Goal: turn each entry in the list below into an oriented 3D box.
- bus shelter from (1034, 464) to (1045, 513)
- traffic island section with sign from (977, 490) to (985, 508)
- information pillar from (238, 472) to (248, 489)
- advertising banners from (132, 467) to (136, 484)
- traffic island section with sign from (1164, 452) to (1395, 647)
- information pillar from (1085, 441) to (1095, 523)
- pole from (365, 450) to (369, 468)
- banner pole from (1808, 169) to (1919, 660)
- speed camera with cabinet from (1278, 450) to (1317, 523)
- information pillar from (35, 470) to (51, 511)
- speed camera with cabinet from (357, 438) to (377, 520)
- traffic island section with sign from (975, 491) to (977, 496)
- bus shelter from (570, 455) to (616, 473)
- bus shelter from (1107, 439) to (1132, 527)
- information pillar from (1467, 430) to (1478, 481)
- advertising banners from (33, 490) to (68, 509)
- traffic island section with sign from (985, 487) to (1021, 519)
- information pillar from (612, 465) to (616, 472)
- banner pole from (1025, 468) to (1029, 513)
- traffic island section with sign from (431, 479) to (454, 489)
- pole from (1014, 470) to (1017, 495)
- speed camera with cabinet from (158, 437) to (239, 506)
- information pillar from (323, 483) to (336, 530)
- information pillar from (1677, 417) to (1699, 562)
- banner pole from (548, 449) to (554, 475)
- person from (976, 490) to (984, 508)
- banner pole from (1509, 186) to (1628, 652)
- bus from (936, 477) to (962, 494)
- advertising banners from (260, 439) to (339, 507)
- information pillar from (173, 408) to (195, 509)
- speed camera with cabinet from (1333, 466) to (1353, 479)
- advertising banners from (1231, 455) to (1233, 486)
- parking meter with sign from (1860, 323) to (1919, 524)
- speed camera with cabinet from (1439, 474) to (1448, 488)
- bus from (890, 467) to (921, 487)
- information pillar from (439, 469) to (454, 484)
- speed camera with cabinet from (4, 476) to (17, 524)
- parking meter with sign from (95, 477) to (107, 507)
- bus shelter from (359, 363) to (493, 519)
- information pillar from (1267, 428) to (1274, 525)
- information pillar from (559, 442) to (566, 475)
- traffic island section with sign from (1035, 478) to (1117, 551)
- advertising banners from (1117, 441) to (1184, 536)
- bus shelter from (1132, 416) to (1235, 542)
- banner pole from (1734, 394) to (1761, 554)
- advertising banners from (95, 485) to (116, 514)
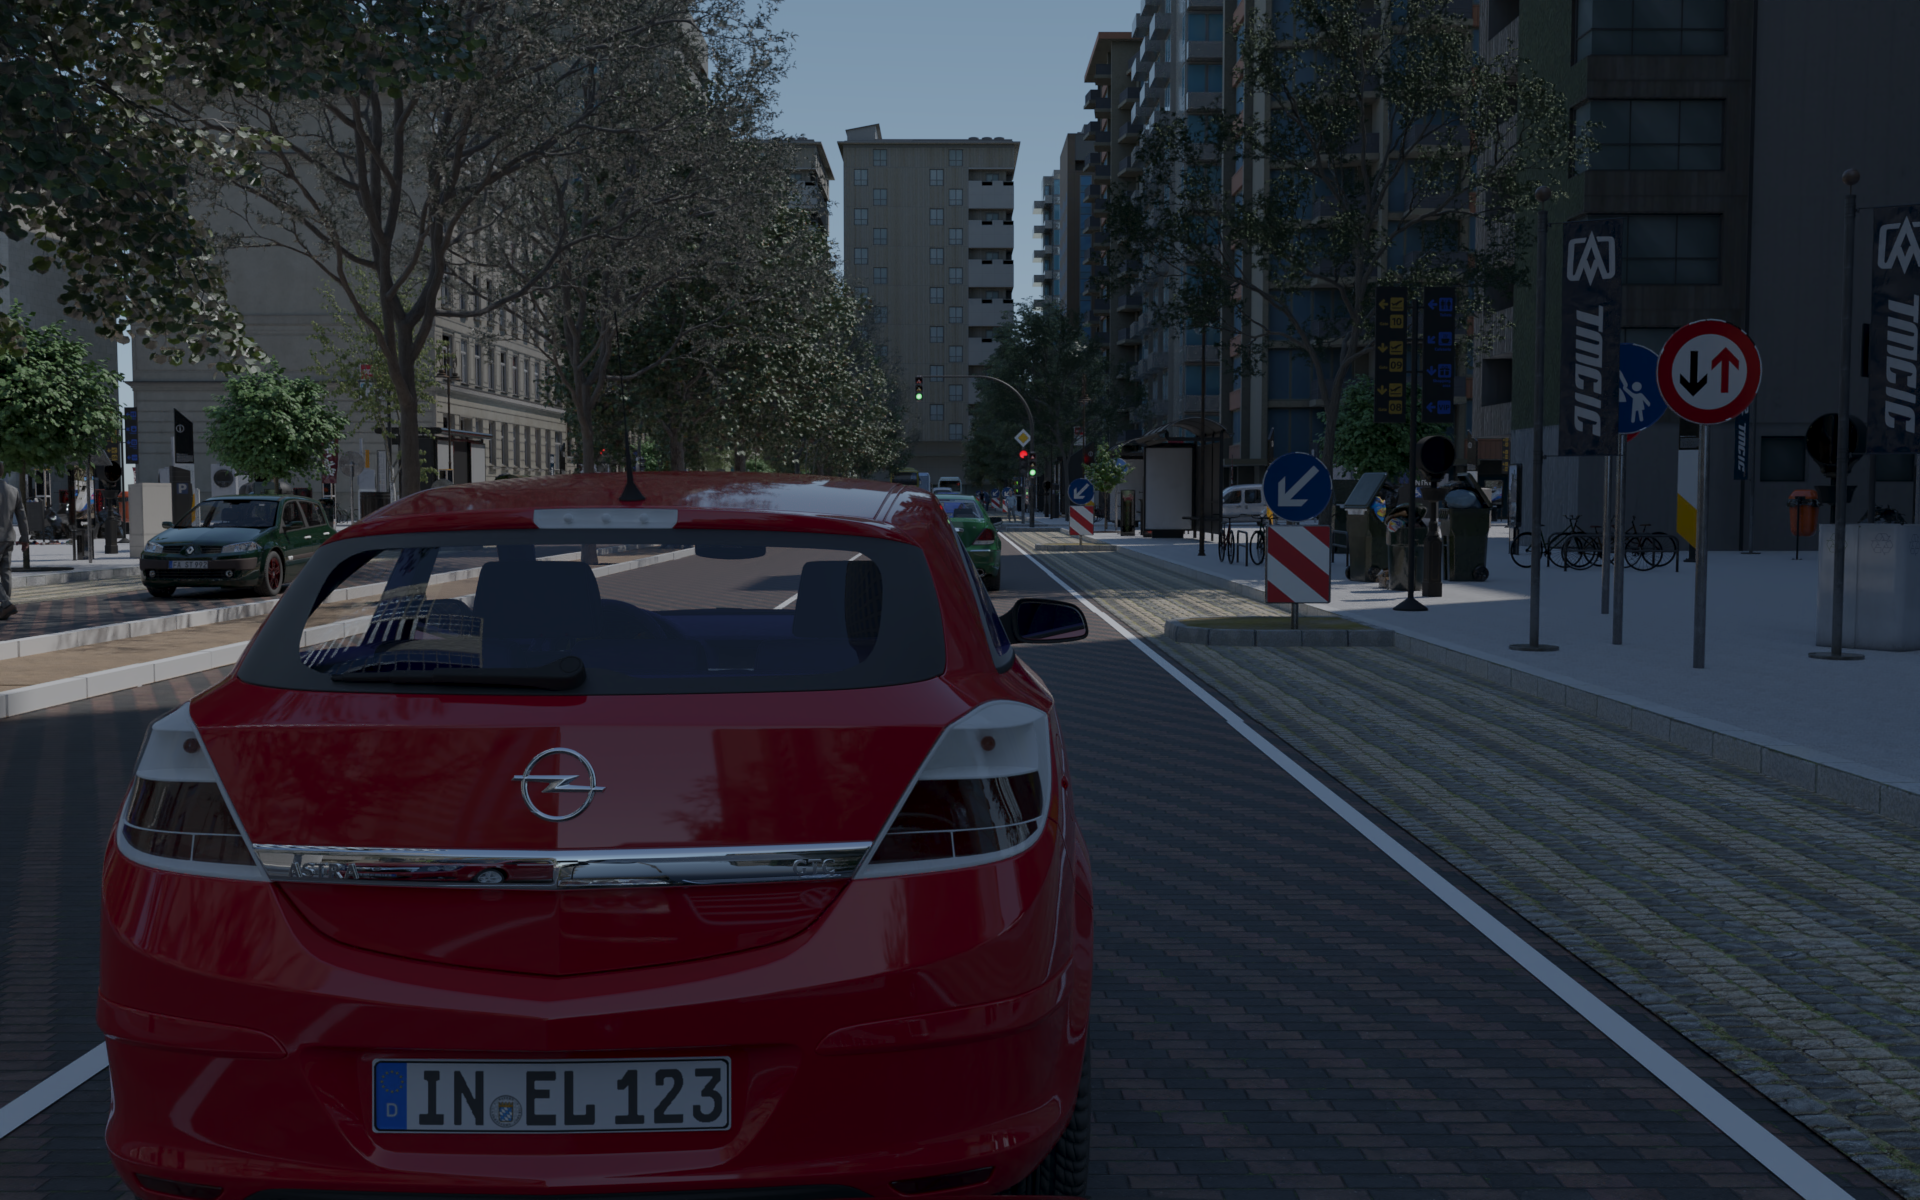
[{"bbox_3d":[6.194,-8.991,124.631,2.179,5.291,8.768,0,4,0],"label":"bus shelter"},{"bbox_3d":[2.463,-7.225,126.762,1.989,1.847,2.006,0,4,0],"label":"traffic island section with sign"},{"bbox_3d":[-31.244,-5.156,75.653,0.504,3.616,0.183,-2,4,-25],"label":"information pillar"},{"bbox_3d":[-53.209,-7.130,112.759,0.090,3.025,2.074,1,4,10],"label":"advertising banners"},{"bbox_3d":[3.066,-0.517,17.089,1.989,1.847,2.006,0,4,0],"label":"traffic island section with sign"},{"bbox_3d":[5.762,-5.245,77.105,0.504,3.616,0.183,2,4,27],"label":"information pillar"},{"bbox_3d":[-27.354,-5.269,79.984,0.158,3.312,0.155,0,3,0],"label":"pole"},{"bbox_3d":[7.051,-1.425,13.312,0.863,3.779,0.401,2,4,32],"label":"banner pole"},{"bbox_3d":[14.995,-5.055,76.979,2.038,3.252,0.660,0,4,4],"label":"speed camera with cabinet"},{"bbox_3d":[-26.931,-2.837,50.882,0.304,2.012,0.304,0,4,-1],"label":"information pillar"},{"bbox_3d":[-20.879,-4.076,60.984,0.660,3.252,2.038,-1,4,-18],"label":"speed camera with cabinet"},{"bbox_3d":[2.184,-10.294,176.935,1.989,1.847,2.006,0,4,0],"label":"traffic island section with sign"},{"bbox_3d":[-16.445,-5.277,80.198,2.014,3.302,5.546,0,4,0],"label":"bus shelter"},{"bbox_3d":[6.528,-4.314,64.453,2.014,3.302,5.546,0,4,0],"label":"bus shelter"},{"bbox_3d":[18.655,-4.390,63.133,0.183,3.616,0.504,-2,4,-24],"label":"information pillar"},{"bbox_3d":[-32.860,-4.123,63.604,2.074,3.025,0.090,-2,4,-32],"label":"advertising banners"},{"bbox_3d":[2.607,-5.545,99.292,1.989,1.847,2.006,0,4,0],"label":"traffic island section with sign"},{"bbox_3d":[-18.852,-6.289,94.179,0.183,3.616,0.504,1,4,23],"label":"information pillar"},{"bbox_3d":[4.554,-7.766,116.997,0.401,3.779,0.863,-2,4,-23],"label":"banner pole"},{"bbox_3d":[-13.301,-2.176,44.204,1.989,1.847,2.006,0,4,0],"label":"traffic island section with sign"},{"bbox_3d":[4.693,-9.294,145.803,0.158,3.312,0.155,0,3,0],"label":"pole"},{"bbox_3d":[-22.089,-3.423,50.295,2.038,3.252,0.660,-1,4,-15],"label":"speed camera with cabinet"},{"bbox_3d":[-20.694,-3.201,56.828,0.304,2.012,0.304,0,4,3],"label":"information pillar"},{"bbox_3d":[13.753,-2.518,32.519,0.504,3.616,0.183,3,5,44],"label":"information pillar"},{"bbox_3d":[-22.582,-6.462,95.666,0.401,3.779,0.863,1,4,14],"label":"banner pole"},{"bbox_3d":[2.193,-10.007,172.129,1.348,1.822,0.705,-1,4,-8],"label":"person"},{"bbox_3d":[4.934,-1.471,14.060,0.863,3.779,0.401,2,4,31],"label":"banner pole"},{"bbox_3d":[-1.179,-12.210,194.492,2.948,3.499,13.247,0,4,-1],"label":"bus"},{"bbox_3d":[-16.644,-2.911,43.776,2.074,3.025,0.090,0,4,1],"label":"advertising banners"},{"bbox_3d":[-21.117,-3.412,47.141,0.504,3.616,0.183,-3,4,-38],"label":"information pillar"},{"bbox_3d":[11.601,-3.444,50.643,0.660,3.252,2.038,3,4,39],"label":"speed camera with cabinet"},{"bbox_3d":[12.231,-4.977,77.562,0.090,3.025,2.074,1,4,13],"label":"advertising banners"},{"bbox_3d":[9.947,-1.282,17.230,0.543,3.016,1.738,-3,5,-41],"label":"parking meter with sign"},{"bbox_3d":[21.222,-4.883,74.169,2.038,3.252,0.660,0,4,6],"label":"speed camera with cabinet"},{"bbox_3d":[-5.020,-10.253,159.185,2.896,3.916,12.252,0,4,-1],"label":"bus"},{"bbox_3d":[-15.168,-2.855,51.170,0.304,2.012,0.304,2,4,24],"label":"information pillar"},{"bbox_3d":[-41.588,-4.953,75.313,0.660,3.252,2.038,-3,5,-42],"label":"speed camera with cabinet"},{"bbox_3d":[-73.467,-9.279,147.964,0.543,3.016,1.738,-3,5,-40],"label":"parking meter with sign"},{"bbox_3d":[-17.243,-4.768,55.596,2.179,5.291,8.768,0,3,0],"label":"bus shelter"},{"bbox_3d":[11.015,-4.288,61.469,0.183,3.616,0.504,2,4,27],"label":"information pillar"},{"bbox_3d":[-17.966,-5.322,78.371,0.183,3.616,0.504,1,4,10],"label":"information pillar"},{"bbox_3d":[2.918,-2.166,44.044,1.989,1.847,2.006,0,4,0],"label":"traffic island section with sign"},{"bbox_3d":[5.847,-3.472,52.959,2.074,3.025,0.090,0,4,-8],"label":"advertising banners"},{"bbox_3d":[6.127,-3.299,47.858,2.014,3.302,5.546,0,3,0],"label":"bus shelter"},{"bbox_3d":[16.893,-2.887,37.216,0.401,3.779,0.863,-1,4,-13],"label":"banner pole"},{"bbox_3d":[-27.766,-3.647,55.809,0.090,3.025,2.074,0,4,8],"label":"advertising banners"}]
